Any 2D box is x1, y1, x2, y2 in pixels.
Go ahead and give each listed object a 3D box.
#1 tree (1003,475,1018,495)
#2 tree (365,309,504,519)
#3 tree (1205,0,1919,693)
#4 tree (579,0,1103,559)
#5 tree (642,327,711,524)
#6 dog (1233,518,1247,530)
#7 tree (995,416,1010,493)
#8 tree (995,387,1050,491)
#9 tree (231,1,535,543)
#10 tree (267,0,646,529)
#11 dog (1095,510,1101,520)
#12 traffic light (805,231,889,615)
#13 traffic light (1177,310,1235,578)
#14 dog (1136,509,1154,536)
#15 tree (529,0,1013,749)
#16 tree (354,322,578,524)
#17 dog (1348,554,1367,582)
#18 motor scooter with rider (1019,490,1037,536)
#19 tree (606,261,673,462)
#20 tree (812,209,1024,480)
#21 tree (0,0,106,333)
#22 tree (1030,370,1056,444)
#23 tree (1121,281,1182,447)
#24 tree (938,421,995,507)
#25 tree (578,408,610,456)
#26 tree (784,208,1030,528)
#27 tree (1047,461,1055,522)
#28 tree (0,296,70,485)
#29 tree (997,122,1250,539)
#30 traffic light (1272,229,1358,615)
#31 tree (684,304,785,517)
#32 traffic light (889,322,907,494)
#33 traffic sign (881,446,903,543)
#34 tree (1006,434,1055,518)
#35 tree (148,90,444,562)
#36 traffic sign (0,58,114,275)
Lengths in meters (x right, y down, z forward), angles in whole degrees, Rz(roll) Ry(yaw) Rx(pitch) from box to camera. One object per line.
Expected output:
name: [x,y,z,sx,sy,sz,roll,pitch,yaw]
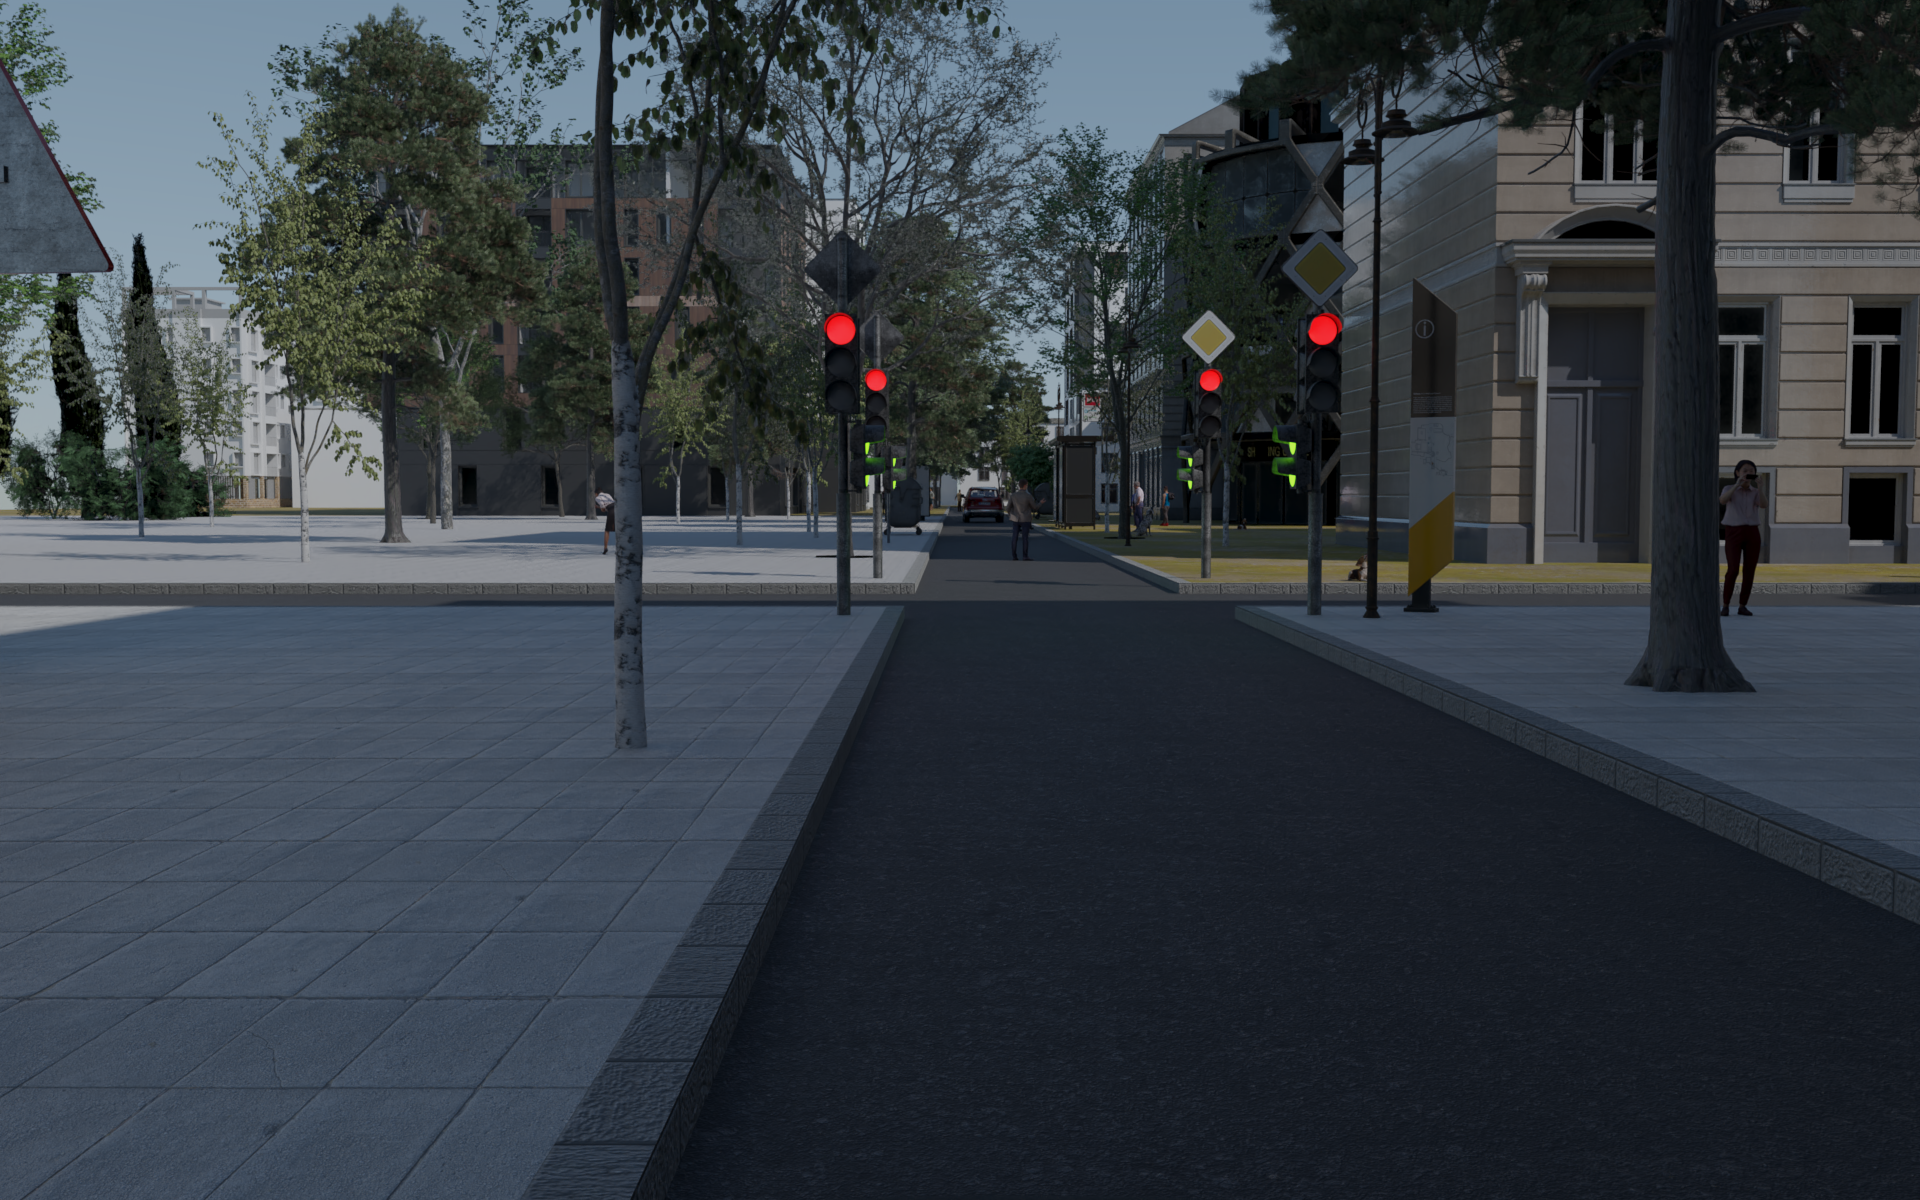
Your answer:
tree: [4.461,-9.337,147.258,1.663,3.219,1.824,0,3,0]
tree: [-26.916,-9.919,87.928,9.928,11.665,9.643,0,3,0]
tree: [5.028,-6.353,11.293,7.806,13.903,7.818,0,3,0]
tree: [-2.289,-7.583,34.346,12.009,13.543,11.850,0,3,0]
tree: [-12.133,-7.629,75.103,4.737,8.622,4.395,0,3,0]
dog: [10.114,-2.739,62.518,0.748,0.427,0.550,-1,4,-12]
tree: [4.168,-14.849,177.198,8.767,10.594,7.601,1,4,13]
tree: [4.127,-10.359,119.740,4.737,8.622,4.395,0,3,0]
tree: [-14.908,-8.450,45.579,7.806,13.903,7.818,0,3,0]
tree: [-17.754,-12.558,61.214,12.611,20.169,13.585,0,3,0]
dog: [6.701,-4.324,85.082,0.800,0.831,0.513,3,5,42]
traffic light: [-1.215,-1.775,18.265,0.839,4.213,0.868,0,4,0]
traffic light: [3.728,-2.265,26.277,0.839,4.213,0.868,0,4,0]
dog: [5.511,-2.344,52.711,0.800,0.831,0.513,0,4,5]
tree: [-1.432,-3.557,8.522,4.360,8.622,3.978,0,3,0]
tree: [-22.674,-8.609,75.174,8.767,10.594,7.601,2,4,35]
dog: [5.981,-0.480,25.589,0.550,0.427,0.748,2,4,33]
motor scooter with rider: [2.105,-2.857,55.670,0.876,1.779,1.986,0,4,1]
tree: [-18.244,-10.944,86.362,7.806,13.903,7.818,0,3,0]
tree: [-2.070,-10.435,77.272,9.857,13.997,8.962,0,3,0]
tree: [-19.670,-6.467,31.490,9.928,11.665,9.643,0,3,0]
tree: [4.161,-13.057,135.545,6.751,12.117,7.091,0,3,0]
tree: [5.130,-6.543,57.333,4.360,8.622,3.978,0,3,0]
tree: [-1.683,-14.272,167.766,7.601,10.594,8.767,-1,4,-15]
tree: [-22.607,-9.931,96.787,7.601,10.594,8.767,1,4,18]
tree: [-1.881,-8.783,65.658,6.751,12.117,7.091,0,3,0]
tree: [4.589,-5.263,80.654,1.663,3.219,1.824,0,3,0]
tree: [-26.104,-5.822,45.552,4.737,8.622,4.395,0,3,0]
tree: [4.571,-7.562,49.391,9.928,11.665,9.643,0,3,0]
traffic light: [3.746,-1.777,18.292,0.839,4.213,0.868,0,4,0]
tree: [-11.839,-10.690,96.829,6.751,12.117,7.091,0,3,0]
traffic light: [-1.233,-2.263,26.250,0.839,4.213,0.868,0,4,0]
traffic sign: [-1.867,-2.757,45.186,0.768,2.556,0.104,0,4,0]
tree: [4.119,-6.815,95.134,4.285,4.588,4.351,0,3,0]
tree: [-12.096,-5.008,32.241,4.737,8.622,4.395,0,3,0]
traffic sign: [-2.469,-0.258,4.217,0.884,2.594,0.081,1,4,10]
